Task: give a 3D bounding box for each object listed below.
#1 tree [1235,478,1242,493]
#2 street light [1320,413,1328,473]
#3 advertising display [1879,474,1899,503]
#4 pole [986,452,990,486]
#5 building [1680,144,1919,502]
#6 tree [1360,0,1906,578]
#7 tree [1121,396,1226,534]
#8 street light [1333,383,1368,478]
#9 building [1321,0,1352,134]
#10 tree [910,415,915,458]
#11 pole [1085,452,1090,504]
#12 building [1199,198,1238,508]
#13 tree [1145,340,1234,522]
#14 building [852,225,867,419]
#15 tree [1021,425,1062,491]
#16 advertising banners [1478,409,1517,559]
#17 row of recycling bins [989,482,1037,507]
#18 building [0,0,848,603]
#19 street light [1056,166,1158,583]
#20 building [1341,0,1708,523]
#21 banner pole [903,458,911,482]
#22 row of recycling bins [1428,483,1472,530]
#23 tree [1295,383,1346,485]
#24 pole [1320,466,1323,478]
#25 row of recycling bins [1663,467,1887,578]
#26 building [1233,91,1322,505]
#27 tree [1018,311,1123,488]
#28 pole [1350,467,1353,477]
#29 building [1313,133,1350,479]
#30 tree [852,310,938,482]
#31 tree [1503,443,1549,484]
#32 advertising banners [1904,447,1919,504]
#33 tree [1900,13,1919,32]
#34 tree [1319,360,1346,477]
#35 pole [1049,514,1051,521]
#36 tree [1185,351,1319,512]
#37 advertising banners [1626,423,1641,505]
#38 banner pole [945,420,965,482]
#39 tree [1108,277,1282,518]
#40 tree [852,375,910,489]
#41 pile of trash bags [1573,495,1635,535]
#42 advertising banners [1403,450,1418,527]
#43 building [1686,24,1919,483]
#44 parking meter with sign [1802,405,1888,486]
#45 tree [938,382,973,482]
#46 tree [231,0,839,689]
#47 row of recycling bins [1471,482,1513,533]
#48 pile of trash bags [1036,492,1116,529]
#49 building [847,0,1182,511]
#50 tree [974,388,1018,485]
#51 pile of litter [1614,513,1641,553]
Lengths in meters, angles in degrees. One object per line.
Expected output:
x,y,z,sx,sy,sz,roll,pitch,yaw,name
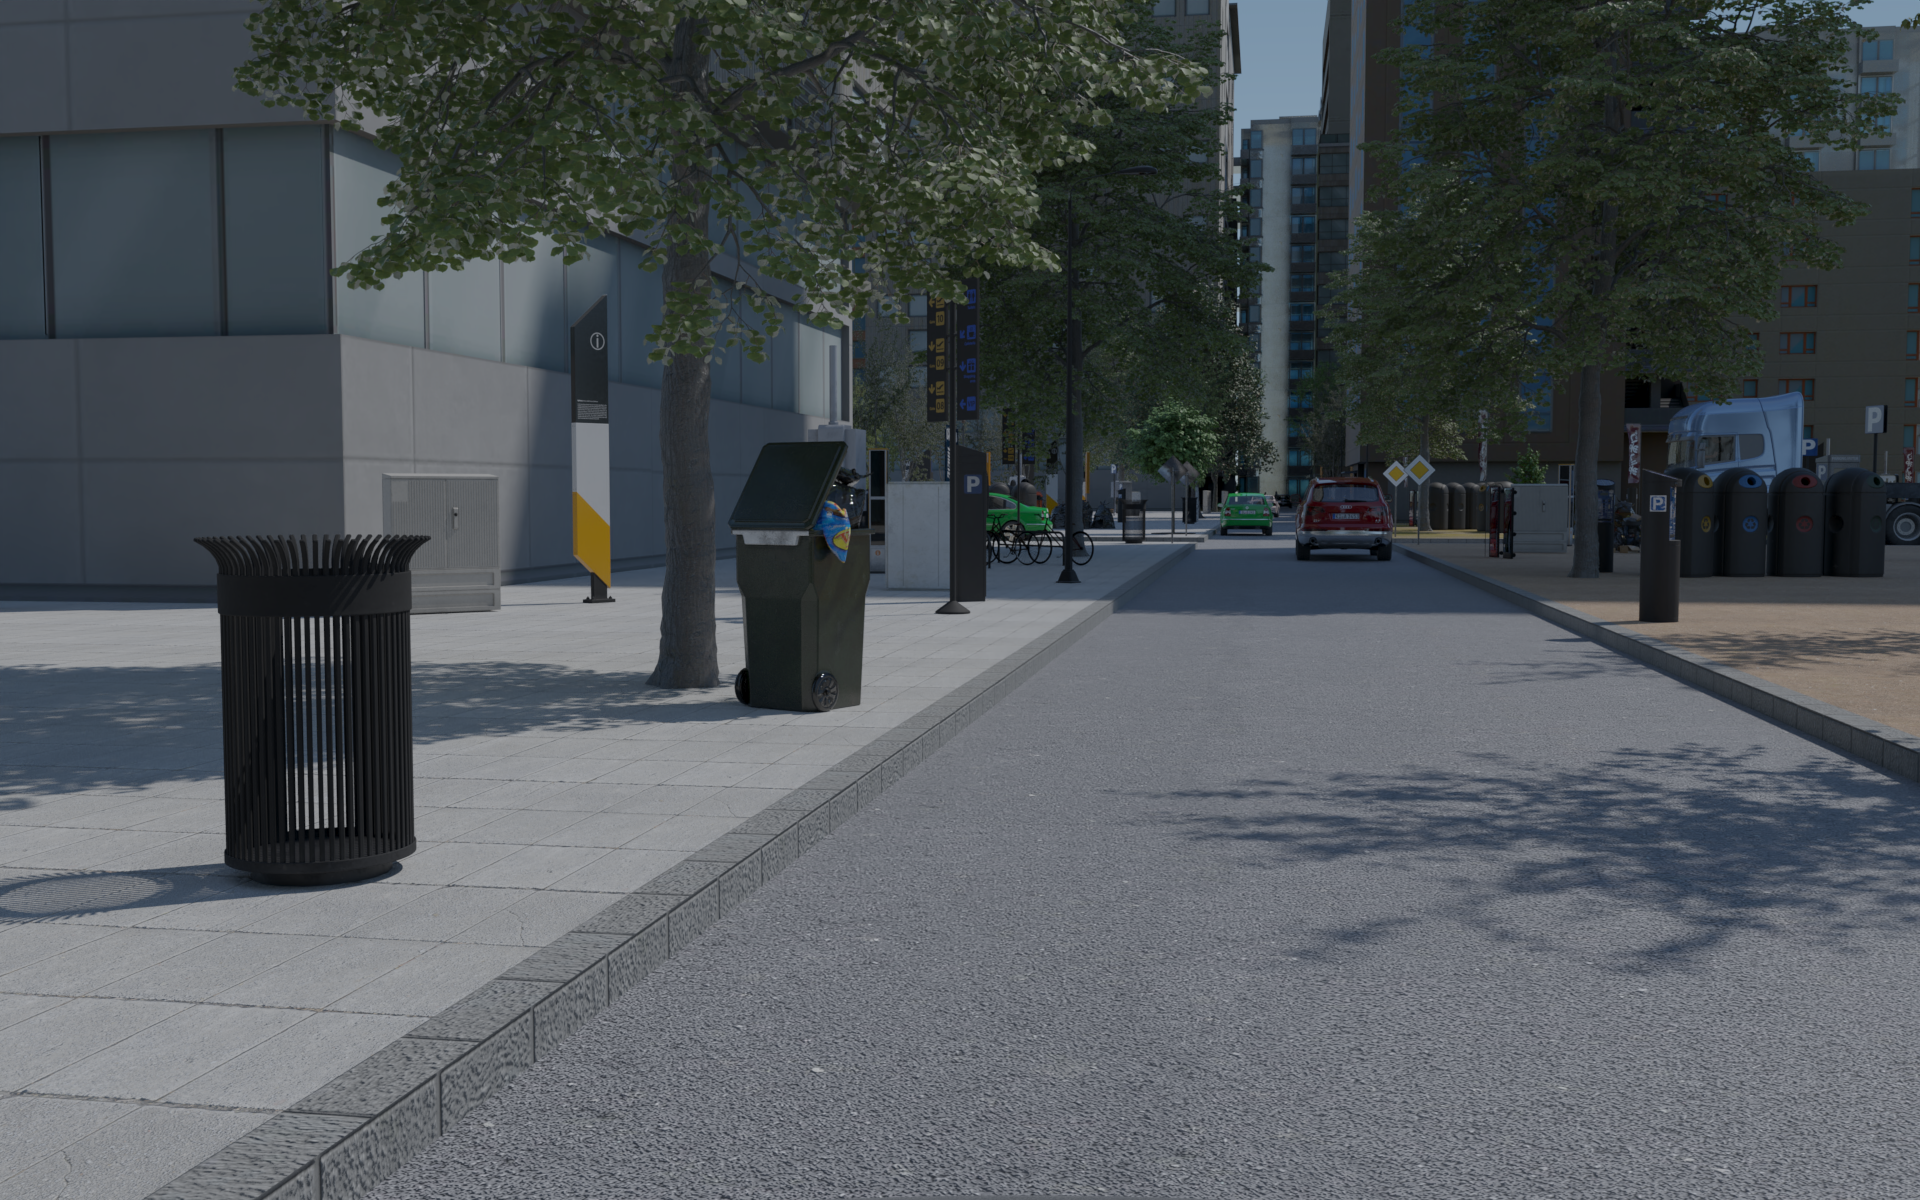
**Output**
27.252,-10.915,173.059,1.663,3.219,1.824,0,3,0,tree
21.232,-7.730,98.924,1.470,5.913,1.316,1,4,10,street light
30.249,-3.148,56.684,0.123,1.923,0.974,-1,4,-20,advertising display
1.366,-5.505,83.853,0.158,3.312,0.155,0,3,0,pole
40.267,-16.124,108.665,27.650,21.520,28.899,1,4,10,building
10.003,-6.603,26.093,7.486,12.596,7.792,0,3,0,tree
6.936,-4.391,55.512,4.285,4.588,4.351,0,3,0,tree
16.534,-6.124,72.674,1.470,5.913,1.316,1,4,10,street light
43.803,-32.616,156.978,21.300,48.544,21.600,1,4,10,building
-5.070,-10.443,121.097,4.737,8.622,4.395,0,3,0,tree
6.227,-5.554,84.646,0.158,3.312,0.155,0,3,0,pole
18.902,-23.959,163.424,14.160,30.474,14.107,1,4,10,building
10.785,-7.936,80.115,4.737,8.622,4.395,0,3,0,tree
-10.716,-33.229,197.925,28.867,44.769,22.147,1,4,10,building
5.146,-10.794,126.836,4.737,8.622,4.395,0,3,0,tree
10.836,-2.375,35.021,0.090,3.025,2.074,0,4,-3,advertising banners
0.927,-3.250,60.254,3.534,1.692,1.069,-1,4,-10,row of recycling bins
-16.741,-27.215,34.202,27.495,52.752,28.713,1,4,10,building
2.100,-3.194,24.761,1.470,5.913,1.316,1,4,10,street light
25.578,-26.328,80.577,14.600,45.320,14.200,1,4,10,building
-3.102,-7.121,106.452,0.863,3.779,0.401,0,4,-7,banner pole
18.097,-3.396,62.644,3.534,1.692,1.069,-3,4,-38,row of recycling bins
24.765,-10.174,116.701,4.360,8.622,3.978,0,3,0,tree
25.835,-7.948,123.796,0.158,3.312,0.155,0,3,0,pole
12.551,-1.215,26.971,3.534,1.692,1.069,0,4,-2,row of recycling bins
49.297,-36.585,217.775,30.456,49.044,23.786,1,4,10,building
4.413,-7.185,67.843,4.360,8.622,3.978,0,3,0,tree
27.170,-7.725,120.152,0.158,3.312,0.155,0,3,0,pole
35.982,-22.576,140.812,14.160,30.474,14.107,1,4,10,building
-3.594,-7.161,67.438,4.360,8.622,3.978,0,3,0,tree
21.388,-4.337,65.515,1.663,3.219,1.824,0,3,0,tree
35.391,-4.120,63.545,0.090,3.025,2.074,-1,4,-15,advertising banners
11.048,-4.017,16.042,4.737,8.622,4.395,0,3,0,tree
28.274,-12.532,130.648,9.928,11.665,9.643,0,3,0,tree
3.876,-5.015,75.833,0.158,3.312,0.155,0,3,0,pole
17.908,-11.975,121.542,9.928,11.665,9.643,0,3,0,tree
17.318,-2.875,43.195,2.074,3.025,0.090,-2,4,-27,advertising banners
-0.122,-4.172,58.237,0.863,3.779,0.401,0,4,2,banner pole
12.387,-10.689,91.769,9.611,12.733,9.660,0,3,0,tree
-6.444,-9.878,111.862,4.737,8.622,4.395,0,3,0,tree
19.862,-2.691,53.758,1.912,1.369,3.447,3,4,37,pile of trash bags
17.868,-4.417,68.405,0.090,3.025,2.074,0,4,-6,advertising banners
84.285,-34.272,179.952,30.456,49.044,23.786,1,4,10,building
17.215,-2.311,34.040,1.738,3.016,0.543,0,4,-8,parking meter with sign
-2.460,-8.036,81.755,4.360,8.622,3.978,0,3,0,tree
-1.717,-5.721,11.658,7.486,12.596,7.792,0,3,0,tree
18.116,-3.127,58.243,1.069,1.692,3.534,0,4,8,row of recycling bins
3.933,-3.301,63.720,3.447,1.369,1.912,-2,4,-32,pile of trash bags
8.164,-33.835,142.443,28.713,52.752,27.495,1,4,10,building
3.486,-8.814,94.466,4.360,8.622,3.978,0,3,0,tree
14.741,-1.458,37.796,1.719,0.858,1.176,2,4,30,pile of litter
